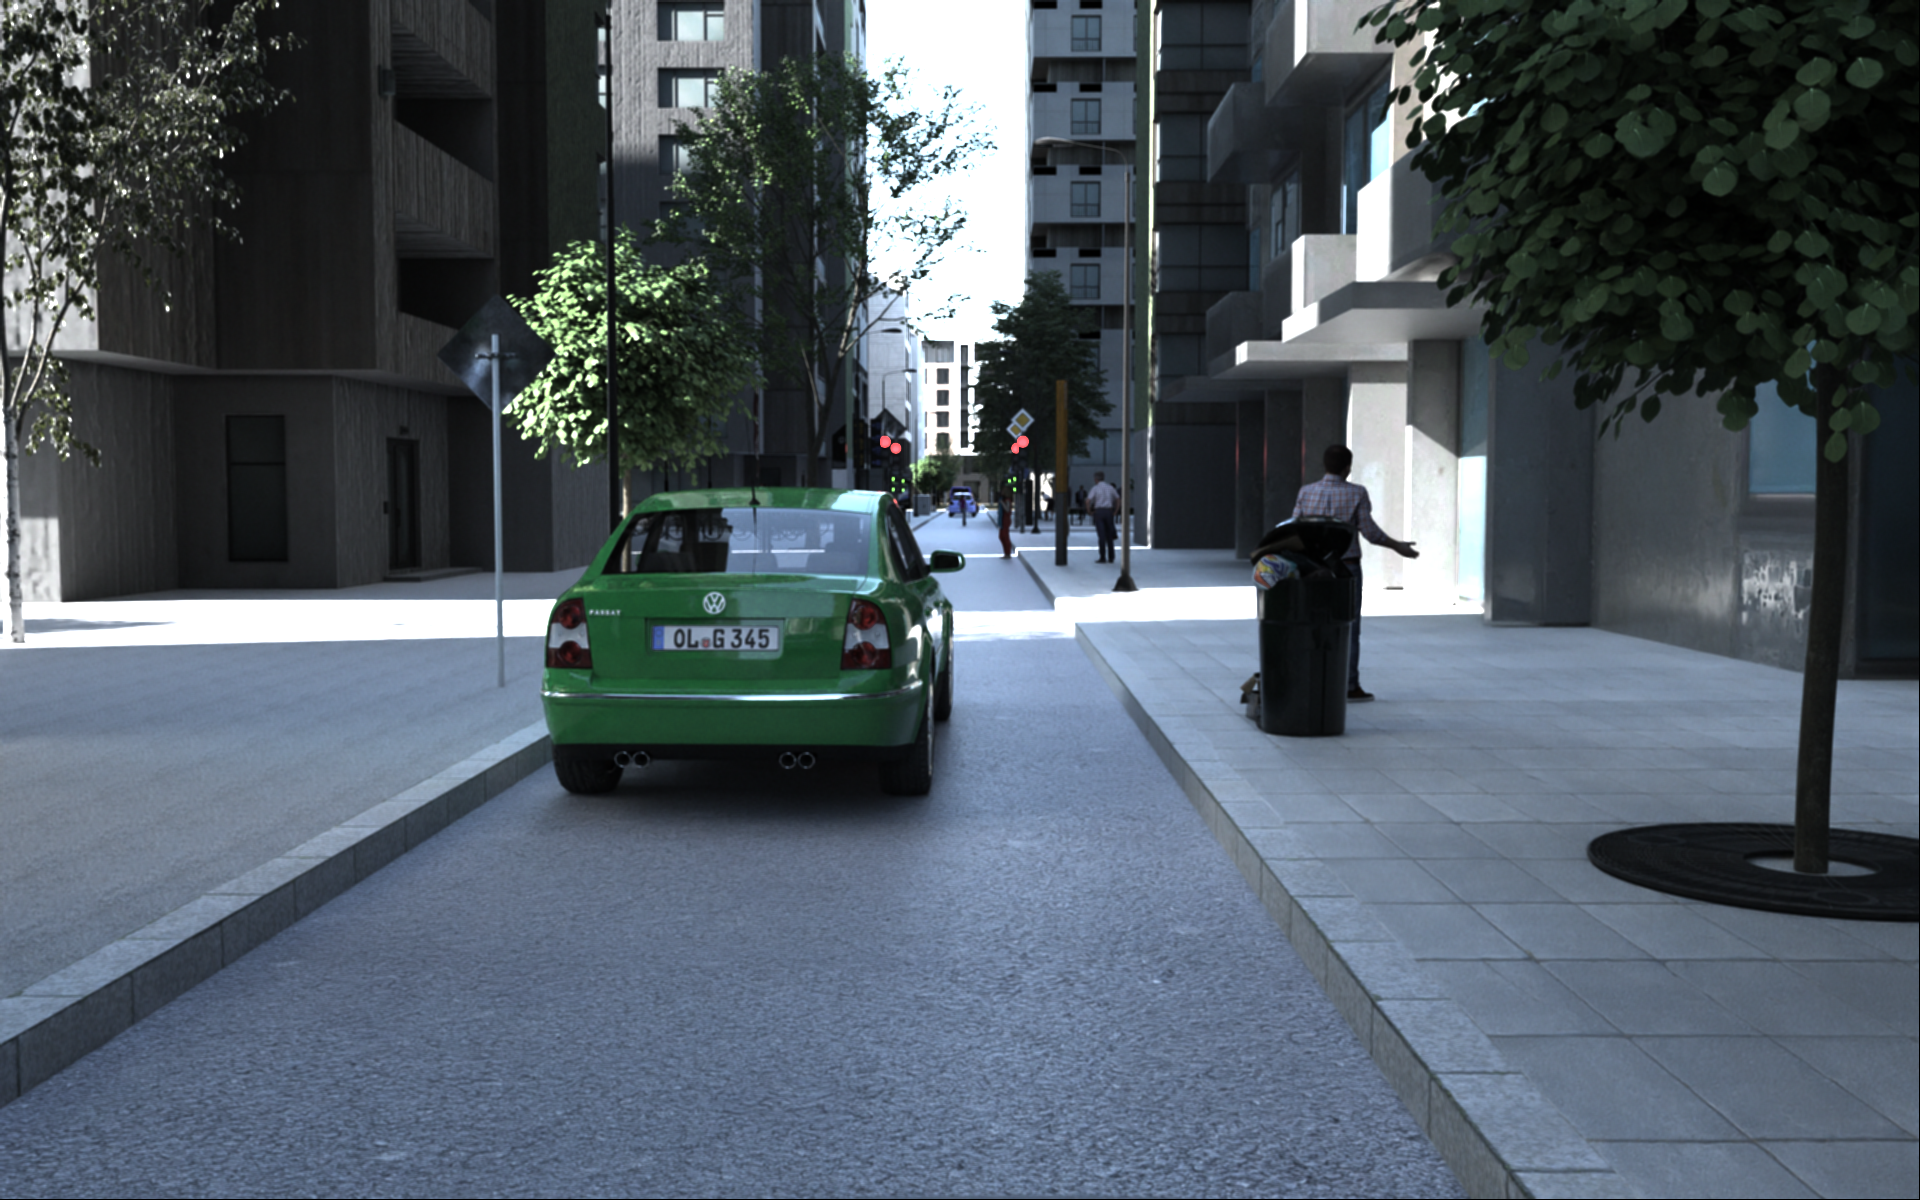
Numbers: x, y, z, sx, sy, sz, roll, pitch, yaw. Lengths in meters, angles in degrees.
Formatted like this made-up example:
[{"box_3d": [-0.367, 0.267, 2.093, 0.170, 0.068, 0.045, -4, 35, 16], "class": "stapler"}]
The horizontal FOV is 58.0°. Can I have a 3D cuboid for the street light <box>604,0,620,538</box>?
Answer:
[{"box_3d": [-2.542, -2.615, 15.302, 1.470, 5.913, 1.316, 0, 4, 0], "class": "street light"}]

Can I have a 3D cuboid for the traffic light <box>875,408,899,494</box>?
[{"box_3d": [-2.417, -4.138, 56.580, 0.839, 4.253, 0.868, 0, 4, 0], "class": "traffic light"}]

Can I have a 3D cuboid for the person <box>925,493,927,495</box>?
[{"box_3d": [-3.164, -9.789, 166.180, 0.705, 1.812, 1.348, 2, 4, 30], "class": "person"}]

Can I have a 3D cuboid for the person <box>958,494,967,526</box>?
[{"box_3d": [0.216, -4.086, 78.547, 0.726, 1.435, 0.776, 3, 4, 37], "class": "person"}]

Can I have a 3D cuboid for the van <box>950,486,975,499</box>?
[{"box_3d": [0.142, -8.982, 151.247, 2.240, 2.365, 5.245, 0, 4, 2], "class": "van"}]

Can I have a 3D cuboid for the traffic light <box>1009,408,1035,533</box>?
[{"box_3d": [2.024, -4.137, 56.563, 0.839, 4.253, 0.868, 0, 4, 0], "class": "traffic light"}]

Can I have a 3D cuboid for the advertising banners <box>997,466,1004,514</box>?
[{"box_3d": [2.587, -6.851, 108.199, 0.090, 3.025, 2.074, -1, 4, -11], "class": "advertising banners"}]

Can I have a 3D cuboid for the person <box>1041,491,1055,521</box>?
[{"box_3d": [4.157, -4.500, 82.799, 0.799, 1.438, 0.628, 1, 4, 18], "class": "person"}]

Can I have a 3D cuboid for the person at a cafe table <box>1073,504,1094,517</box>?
[{"box_3d": [7.570, -5.555, 99.337, 1.622, 1.524, 1.698, -2, 4, -23], "class": "person at a cafe table"}]

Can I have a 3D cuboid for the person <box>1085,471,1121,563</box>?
[{"box_3d": [2.634, -1.549, 32.301, 0.756, 1.711, 0.436, -1, 4, -17], "class": "person"}]

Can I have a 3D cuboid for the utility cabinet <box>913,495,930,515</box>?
[{"box_3d": [-2.332, -5.752, 105.207, 1.020, 1.237, 0.306, 1, 4, 10], "class": "utility cabinet"}]

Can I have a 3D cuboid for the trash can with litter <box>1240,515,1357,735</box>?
[{"box_3d": [1.773, 0.114, 9.529, 0.624, 1.170, 1.055, 0, 4, -7], "class": "trash can with litter"}]

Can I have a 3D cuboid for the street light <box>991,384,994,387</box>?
[{"box_3d": [2.011, -6.155, 73.171, 1.470, 5.913, 1.316, 0, 4, 0], "class": "street light"}]

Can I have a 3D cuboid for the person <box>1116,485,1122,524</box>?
[{"box_3d": [6.982, -4.166, 74.598, 0.683, 1.767, 0.568, 3, 5, 41], "class": "person"}]

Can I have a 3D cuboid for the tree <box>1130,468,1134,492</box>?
[{"box_3d": [11.481, -7.162, 111.692, 1.663, 3.219, 1.824, 0, 3, 0], "class": "tree"}]

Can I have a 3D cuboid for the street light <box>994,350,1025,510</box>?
[{"box_3d": [1.925, -5.113, 56.142, 1.470, 5.913, 1.316, 0, 4, 0], "class": "street light"}]

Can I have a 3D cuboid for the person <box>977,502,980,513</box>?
[{"box_3d": [1.212, -7.139, 133.503, 0.655, 0.850, 0.859, 0, 4, 6], "class": "person"}]

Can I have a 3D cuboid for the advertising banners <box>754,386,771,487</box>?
[{"box_3d": [-3.060, -1.876, 26.861, 0.090, 3.025, 2.074, -1, 4, -12], "class": "advertising banners"}]

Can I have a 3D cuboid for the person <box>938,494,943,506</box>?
[{"box_3d": [-2.434, -11.481, 193.896, 0.705, 1.807, 1.348, -3, 5, -43], "class": "person"}]

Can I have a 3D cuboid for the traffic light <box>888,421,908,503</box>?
[{"box_3d": [-2.357, -4.627, 64.565, 0.839, 4.253, 0.868, 0, 4, 0], "class": "traffic light"}]

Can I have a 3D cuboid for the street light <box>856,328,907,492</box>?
[{"box_3d": [-2.328, -4.657, 48.685, 1.470, 5.913, 1.316, 0, 4, 0], "class": "street light"}]

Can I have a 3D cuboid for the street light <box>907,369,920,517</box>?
[{"box_3d": [-2.299, -5.622, 64.456, 1.470, 5.913, 1.316, 0, 4, 0], "class": "street light"}]

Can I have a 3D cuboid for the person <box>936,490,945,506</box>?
[{"box_3d": [-2.256, -10.661, 180.491, 1.348, 1.807, 0.705, 1, 4, 20], "class": "person"}]

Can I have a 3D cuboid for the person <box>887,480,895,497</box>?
[{"box_3d": [-2.729, -3.650, 65.850, 0.598, 1.807, 0.434, -1, 4, -14], "class": "person"}]

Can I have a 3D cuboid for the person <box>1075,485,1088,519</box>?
[{"box_3d": [6.103, -4.925, 87.392, 0.655, 1.722, 0.431, 3, 5, 44], "class": "person"}]

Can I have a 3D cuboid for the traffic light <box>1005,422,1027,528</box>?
[{"box_3d": [2.084, -4.626, 64.548, 0.839, 4.253, 0.868, 0, 4, 0], "class": "traffic light"}]

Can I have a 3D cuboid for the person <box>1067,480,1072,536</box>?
[{"box_3d": [3.164, -2.830, 52.442, 0.434, 1.807, 0.598, 2, 4, 28], "class": "person"}]

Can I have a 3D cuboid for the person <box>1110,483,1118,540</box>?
[{"box_3d": [4.182, -2.440, 47.900, 0.435, 1.587, 0.963, 1, 4, 10], "class": "person"}]

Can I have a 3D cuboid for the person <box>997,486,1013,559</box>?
[{"box_3d": [0.977, -1.721, 38.337, 0.444, 1.614, 0.593, 2, 4, 24], "class": "person"}]

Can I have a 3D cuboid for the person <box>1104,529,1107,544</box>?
[{"box_3d": [3.762, -2.135, 44.855, 0.340, 1.345, 0.435, 0, 4, -2], "class": "person"}]

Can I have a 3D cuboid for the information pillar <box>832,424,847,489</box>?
[{"box_3d": [-3.979, -4.037, 57.357, 0.504, 3.616, 0.183, 0, 4, 3], "class": "information pillar"}]

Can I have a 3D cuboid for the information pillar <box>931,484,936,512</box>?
[{"box_3d": [-1.929, -7.430, 125.968, 0.304, 2.012, 0.304, -1, 4, -19], "class": "information pillar"}]

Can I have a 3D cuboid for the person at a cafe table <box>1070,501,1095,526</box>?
[{"box_3d": [5.404, -3.673, 70.921, 1.698, 1.238, 1.726, 2, 4, 35], "class": "person at a cafe table"}]

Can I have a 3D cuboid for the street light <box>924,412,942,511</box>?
[{"box_3d": [-1.931, -7.656, 97.716, 1.470, 5.913, 1.316, 0, 4, 0], "class": "street light"}]

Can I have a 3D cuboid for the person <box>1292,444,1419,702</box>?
[{"box_3d": [2.333, -0.167, 10.728, 0.963, 1.587, 0.435, 1, 4, 23], "class": "person"}]

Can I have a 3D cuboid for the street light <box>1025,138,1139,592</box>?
[{"box_3d": [1.646, -3.071, 22.746, 1.470, 5.913, 1.316, 0, 4, 0], "class": "street light"}]
